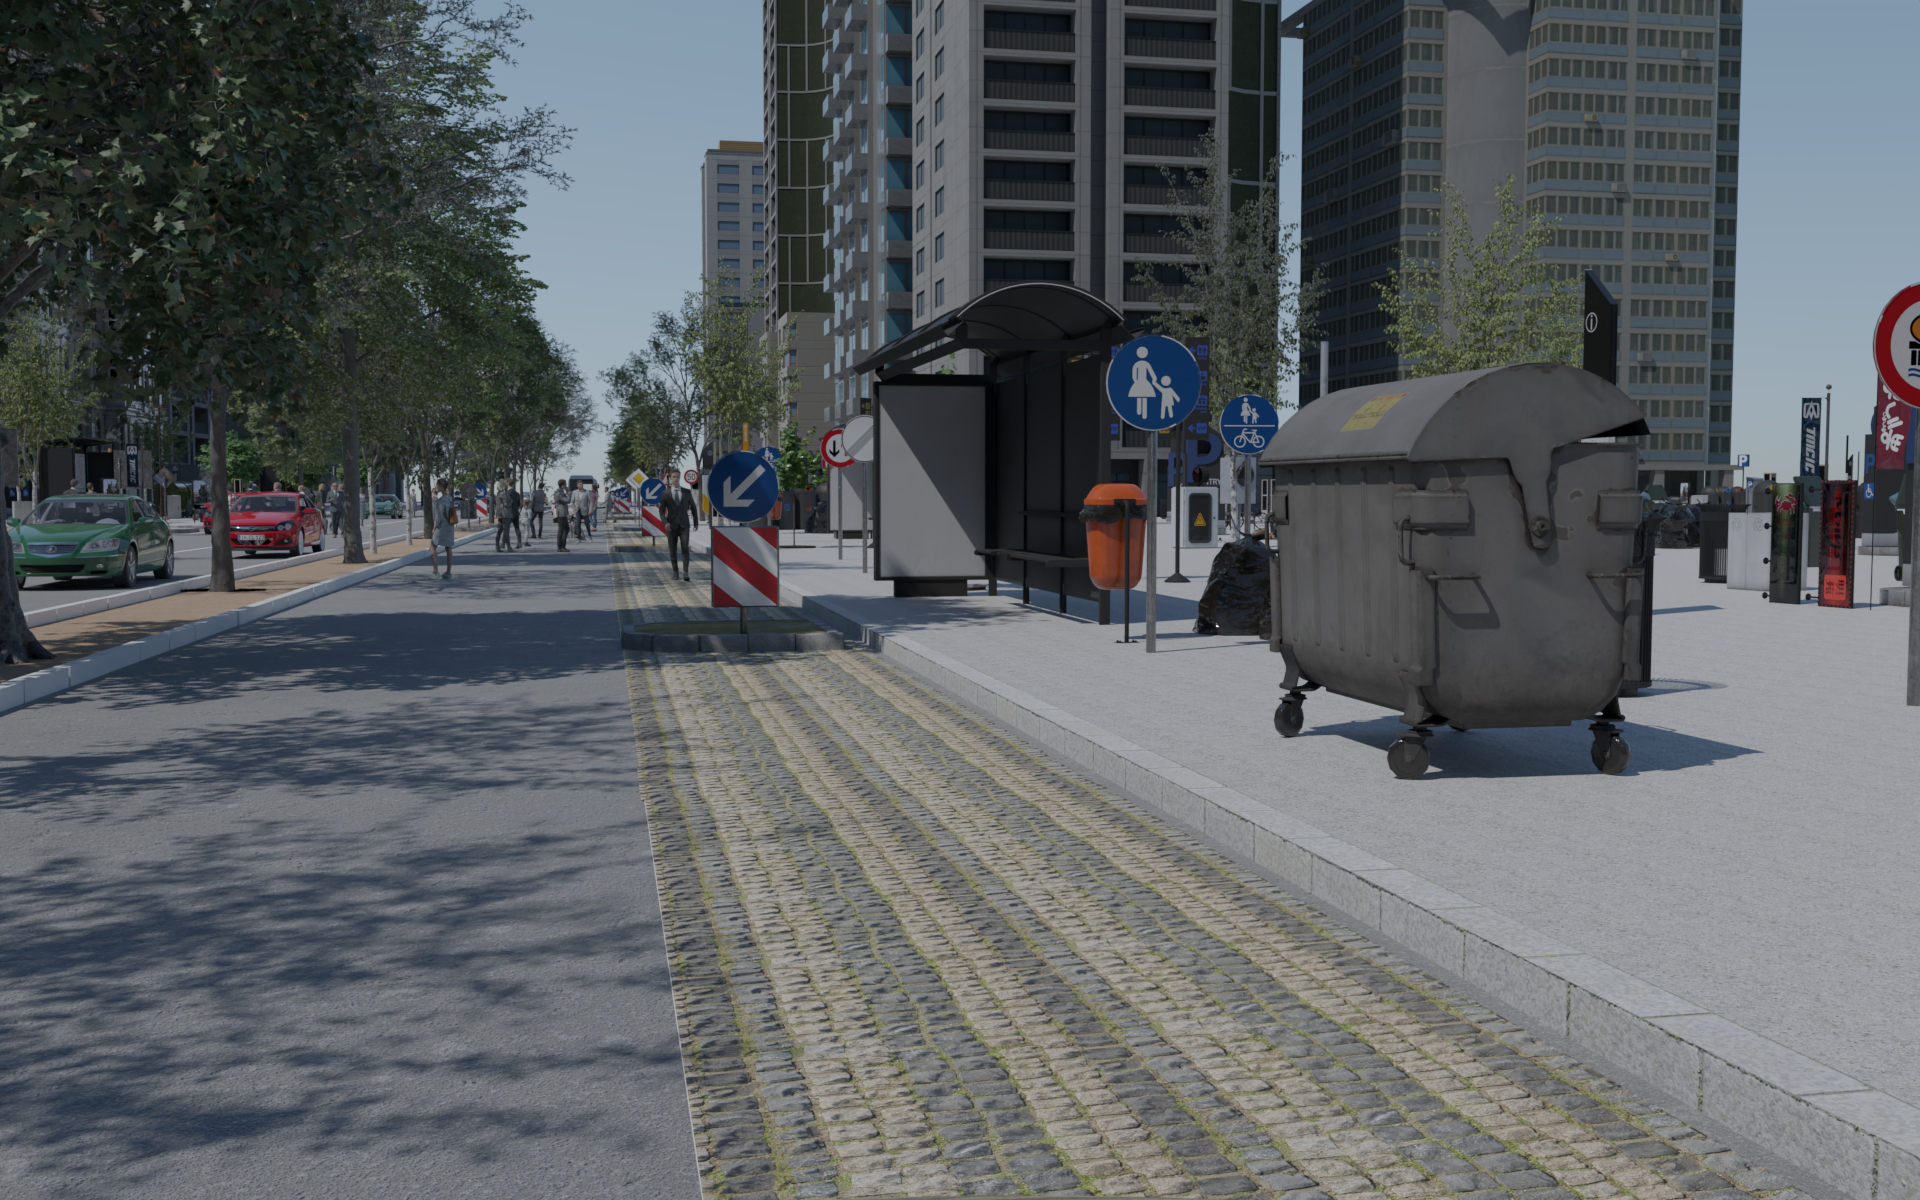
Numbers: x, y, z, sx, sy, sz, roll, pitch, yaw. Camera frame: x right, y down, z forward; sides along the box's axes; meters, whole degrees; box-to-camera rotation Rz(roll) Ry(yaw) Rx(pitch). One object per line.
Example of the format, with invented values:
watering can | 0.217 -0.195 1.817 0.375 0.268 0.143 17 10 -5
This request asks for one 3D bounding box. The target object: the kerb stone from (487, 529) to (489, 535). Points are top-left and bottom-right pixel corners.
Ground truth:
kerb stone | -16.365 -2.282 59.501 0.120 0.150 1.000 -1 4 -12

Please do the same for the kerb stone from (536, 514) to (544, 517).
kerb stone | -27.950 -5.689 115.242 0.120 0.150 1.000 -1 4 -12

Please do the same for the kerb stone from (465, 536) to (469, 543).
kerb stone | -14.491 -1.728 50.460 0.120 0.150 1.000 -1 4 -12

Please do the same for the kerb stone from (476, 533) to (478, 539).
kerb stone | -15.330 -1.974 54.474 0.120 0.150 1.000 -1 4 -12

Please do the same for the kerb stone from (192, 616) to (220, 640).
kerb stone | -7.617 0.295 17.366 0.120 0.150 1.000 -1 4 -12

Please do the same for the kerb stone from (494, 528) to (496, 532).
kerb stone | -17.205 -2.527 63.515 0.120 0.150 1.000 -1 4 -12

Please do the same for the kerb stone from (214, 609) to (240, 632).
kerb stone | -7.828 0.234 18.366 0.120 0.150 1.000 -1 4 -12

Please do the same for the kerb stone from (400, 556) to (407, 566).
kerb stone | -11.162 -0.745 34.418 0.120 0.150 1.000 -1 4 -12

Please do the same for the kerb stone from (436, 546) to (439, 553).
kerb stone | -12.624 -1.177 41.435 0.120 0.150 1.000 -1 4 -12

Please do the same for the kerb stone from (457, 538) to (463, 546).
kerb stone | -14.075 -1.604 48.456 0.120 0.150 1.000 -1 4 -12

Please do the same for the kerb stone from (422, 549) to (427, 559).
kerb stone | -11.996 -0.993 38.425 0.120 0.150 1.000 -1 4 -12

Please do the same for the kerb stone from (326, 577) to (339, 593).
kerb stone | -9.280 -0.196 25.399 0.120 0.150 1.000 -1 4 -12

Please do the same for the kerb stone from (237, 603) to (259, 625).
kerb stone | -8.028 0.173 19.373 0.120 0.150 1.000 -1 4 -12

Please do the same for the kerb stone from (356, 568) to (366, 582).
kerb stone | -9.911 -0.380 28.409 0.120 0.150 1.000 -1 4 -12

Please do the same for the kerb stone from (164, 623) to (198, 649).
kerb stone | -7.409 0.357 16.365 0.120 0.150 1.000 -1 4 -12

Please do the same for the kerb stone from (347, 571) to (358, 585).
kerb stone | -9.699 -0.317 27.409 0.120 0.150 1.000 -1 4 -12

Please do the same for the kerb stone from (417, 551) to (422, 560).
kerb stone | -11.784 -0.931 37.422 0.120 0.150 1.000 -1 4 -12

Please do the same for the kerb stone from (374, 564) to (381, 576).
kerb stone | -10.329 -0.502 30.410 0.120 0.150 1.000 -1 4 -12

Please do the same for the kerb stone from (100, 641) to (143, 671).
kerb stone | -6.993 0.479 14.362 0.120 0.150 1.000 -1 4 -12

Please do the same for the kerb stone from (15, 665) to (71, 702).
kerb stone | -6.574 0.603 12.357 0.120 0.150 1.000 -1 4 -12

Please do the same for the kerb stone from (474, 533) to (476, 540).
kerb stone | -15.121 -1.913 53.470 0.120 0.150 1.000 -1 4 -12

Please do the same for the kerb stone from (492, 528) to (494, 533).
kerb stone | -16.995 -2.466 62.511 0.120 0.150 1.000 -1 4 -12

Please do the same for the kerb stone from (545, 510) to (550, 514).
kerb stone | -30.879 -6.550 129.292 0.120 0.150 1.000 -1 4 -12

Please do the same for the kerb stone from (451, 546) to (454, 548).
kerb stone | -13.449 -1.419 45.446 0.120 0.150 1.000 -1 4 -12

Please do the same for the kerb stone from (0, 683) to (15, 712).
kerb stone | -6.368 0.666 11.356 0.120 0.150 1.000 -1 4 -12

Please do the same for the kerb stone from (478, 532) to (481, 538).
kerb stone | -15.531 -2.036 55.477 0.120 0.150 1.000 -1 4 -12

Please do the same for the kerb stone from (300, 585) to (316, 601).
kerb stone | -8.875 -0.071 23.384 0.120 0.150 1.000 -1 4 -12

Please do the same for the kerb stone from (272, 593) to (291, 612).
kerb stone | -8.448 0.050 21.382 0.120 0.150 1.000 -1 4 -12

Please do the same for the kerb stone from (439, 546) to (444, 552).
kerb stone | -12.825 -1.238 42.437 0.120 0.150 1.000 -1 4 -12

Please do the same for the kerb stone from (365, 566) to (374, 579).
kerb stone | -10.117 -0.441 29.410 0.120 0.150 1.000 -1 4 -12

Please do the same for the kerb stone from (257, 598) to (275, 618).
kerb stone | -8.244 0.115 20.380 0.120 0.150 1.000 -1 4 -12

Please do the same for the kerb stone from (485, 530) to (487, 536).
kerb stone | -16.168 -2.220 58.498 0.120 0.150 1.000 -1 4 -12

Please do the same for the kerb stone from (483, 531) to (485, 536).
kerb stone | -15.956 -2.159 57.498 0.120 0.150 1.000 -1 4 -12

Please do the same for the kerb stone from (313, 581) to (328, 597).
kerb stone | -9.077 -0.134 24.389 0.120 0.150 1.000 -1 4 -12

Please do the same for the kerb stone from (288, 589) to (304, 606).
kerb stone | -8.655 -0.011 22.383 0.120 0.150 1.000 -1 4 -12

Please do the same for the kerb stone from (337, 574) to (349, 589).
kerb stone | -9.493 -0.257 26.403 0.120 0.150 1.000 -1 4 -12

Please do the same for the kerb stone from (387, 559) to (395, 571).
kerb stone | -10.740 -0.625 32.416 0.120 0.150 1.000 -1 4 -12

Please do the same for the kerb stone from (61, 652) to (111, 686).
kerb stone | -6.778 0.542 13.362 0.120 0.150 1.000 -1 4 -12

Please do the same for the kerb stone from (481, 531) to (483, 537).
kerb stone | -15.751 -2.097 56.495 0.120 0.150 1.000 -1 4 -12

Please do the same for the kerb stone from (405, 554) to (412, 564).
kerb stone | -11.368 -0.807 35.419 0.120 0.150 1.000 -1 4 -12

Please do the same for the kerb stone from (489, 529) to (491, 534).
kerb stone | -16.579 -2.343 60.503 0.120 0.150 1.000 -1 4 -12

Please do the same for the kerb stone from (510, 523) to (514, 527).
kerb stone | -20.654 -3.540 80.145 0.120 0.150 1.000 -1 4 -12

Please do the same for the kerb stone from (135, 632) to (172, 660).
kerb stone | -7.203 0.418 15.362 0.120 0.150 1.000 -1 4 -12

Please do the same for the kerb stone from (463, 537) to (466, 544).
kerb stone | -14.287 -1.667 49.458 0.120 0.150 1.000 -1 4 -12

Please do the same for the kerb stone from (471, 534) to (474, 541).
kerb stone | -14.912 -1.852 52.469 0.120 0.150 1.000 -1 4 -12

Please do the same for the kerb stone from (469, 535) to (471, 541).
kerb stone | -14.699 -1.781 51.462 0.120 0.150 1.000 -1 4 -12

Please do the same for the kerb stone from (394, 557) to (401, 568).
kerb stone | -10.952 -0.686 33.417 0.120 0.150 1.000 -1 4 -12

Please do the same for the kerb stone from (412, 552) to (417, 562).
kerb stone | -11.579 -0.870 36.421 0.120 0.150 1.000 -1 4 -12

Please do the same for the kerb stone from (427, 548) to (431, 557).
kerb stone | -12.198 -1.051 39.430 0.120 0.150 1.000 -1 4 -12

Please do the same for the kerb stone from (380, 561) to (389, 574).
kerb stone | -10.531 -0.564 31.415 0.120 0.150 1.000 -1 4 -12

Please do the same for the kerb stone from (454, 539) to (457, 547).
kerb stone | -13.653 -1.483 46.447 0.120 0.150 1.000 -1 4 -12
